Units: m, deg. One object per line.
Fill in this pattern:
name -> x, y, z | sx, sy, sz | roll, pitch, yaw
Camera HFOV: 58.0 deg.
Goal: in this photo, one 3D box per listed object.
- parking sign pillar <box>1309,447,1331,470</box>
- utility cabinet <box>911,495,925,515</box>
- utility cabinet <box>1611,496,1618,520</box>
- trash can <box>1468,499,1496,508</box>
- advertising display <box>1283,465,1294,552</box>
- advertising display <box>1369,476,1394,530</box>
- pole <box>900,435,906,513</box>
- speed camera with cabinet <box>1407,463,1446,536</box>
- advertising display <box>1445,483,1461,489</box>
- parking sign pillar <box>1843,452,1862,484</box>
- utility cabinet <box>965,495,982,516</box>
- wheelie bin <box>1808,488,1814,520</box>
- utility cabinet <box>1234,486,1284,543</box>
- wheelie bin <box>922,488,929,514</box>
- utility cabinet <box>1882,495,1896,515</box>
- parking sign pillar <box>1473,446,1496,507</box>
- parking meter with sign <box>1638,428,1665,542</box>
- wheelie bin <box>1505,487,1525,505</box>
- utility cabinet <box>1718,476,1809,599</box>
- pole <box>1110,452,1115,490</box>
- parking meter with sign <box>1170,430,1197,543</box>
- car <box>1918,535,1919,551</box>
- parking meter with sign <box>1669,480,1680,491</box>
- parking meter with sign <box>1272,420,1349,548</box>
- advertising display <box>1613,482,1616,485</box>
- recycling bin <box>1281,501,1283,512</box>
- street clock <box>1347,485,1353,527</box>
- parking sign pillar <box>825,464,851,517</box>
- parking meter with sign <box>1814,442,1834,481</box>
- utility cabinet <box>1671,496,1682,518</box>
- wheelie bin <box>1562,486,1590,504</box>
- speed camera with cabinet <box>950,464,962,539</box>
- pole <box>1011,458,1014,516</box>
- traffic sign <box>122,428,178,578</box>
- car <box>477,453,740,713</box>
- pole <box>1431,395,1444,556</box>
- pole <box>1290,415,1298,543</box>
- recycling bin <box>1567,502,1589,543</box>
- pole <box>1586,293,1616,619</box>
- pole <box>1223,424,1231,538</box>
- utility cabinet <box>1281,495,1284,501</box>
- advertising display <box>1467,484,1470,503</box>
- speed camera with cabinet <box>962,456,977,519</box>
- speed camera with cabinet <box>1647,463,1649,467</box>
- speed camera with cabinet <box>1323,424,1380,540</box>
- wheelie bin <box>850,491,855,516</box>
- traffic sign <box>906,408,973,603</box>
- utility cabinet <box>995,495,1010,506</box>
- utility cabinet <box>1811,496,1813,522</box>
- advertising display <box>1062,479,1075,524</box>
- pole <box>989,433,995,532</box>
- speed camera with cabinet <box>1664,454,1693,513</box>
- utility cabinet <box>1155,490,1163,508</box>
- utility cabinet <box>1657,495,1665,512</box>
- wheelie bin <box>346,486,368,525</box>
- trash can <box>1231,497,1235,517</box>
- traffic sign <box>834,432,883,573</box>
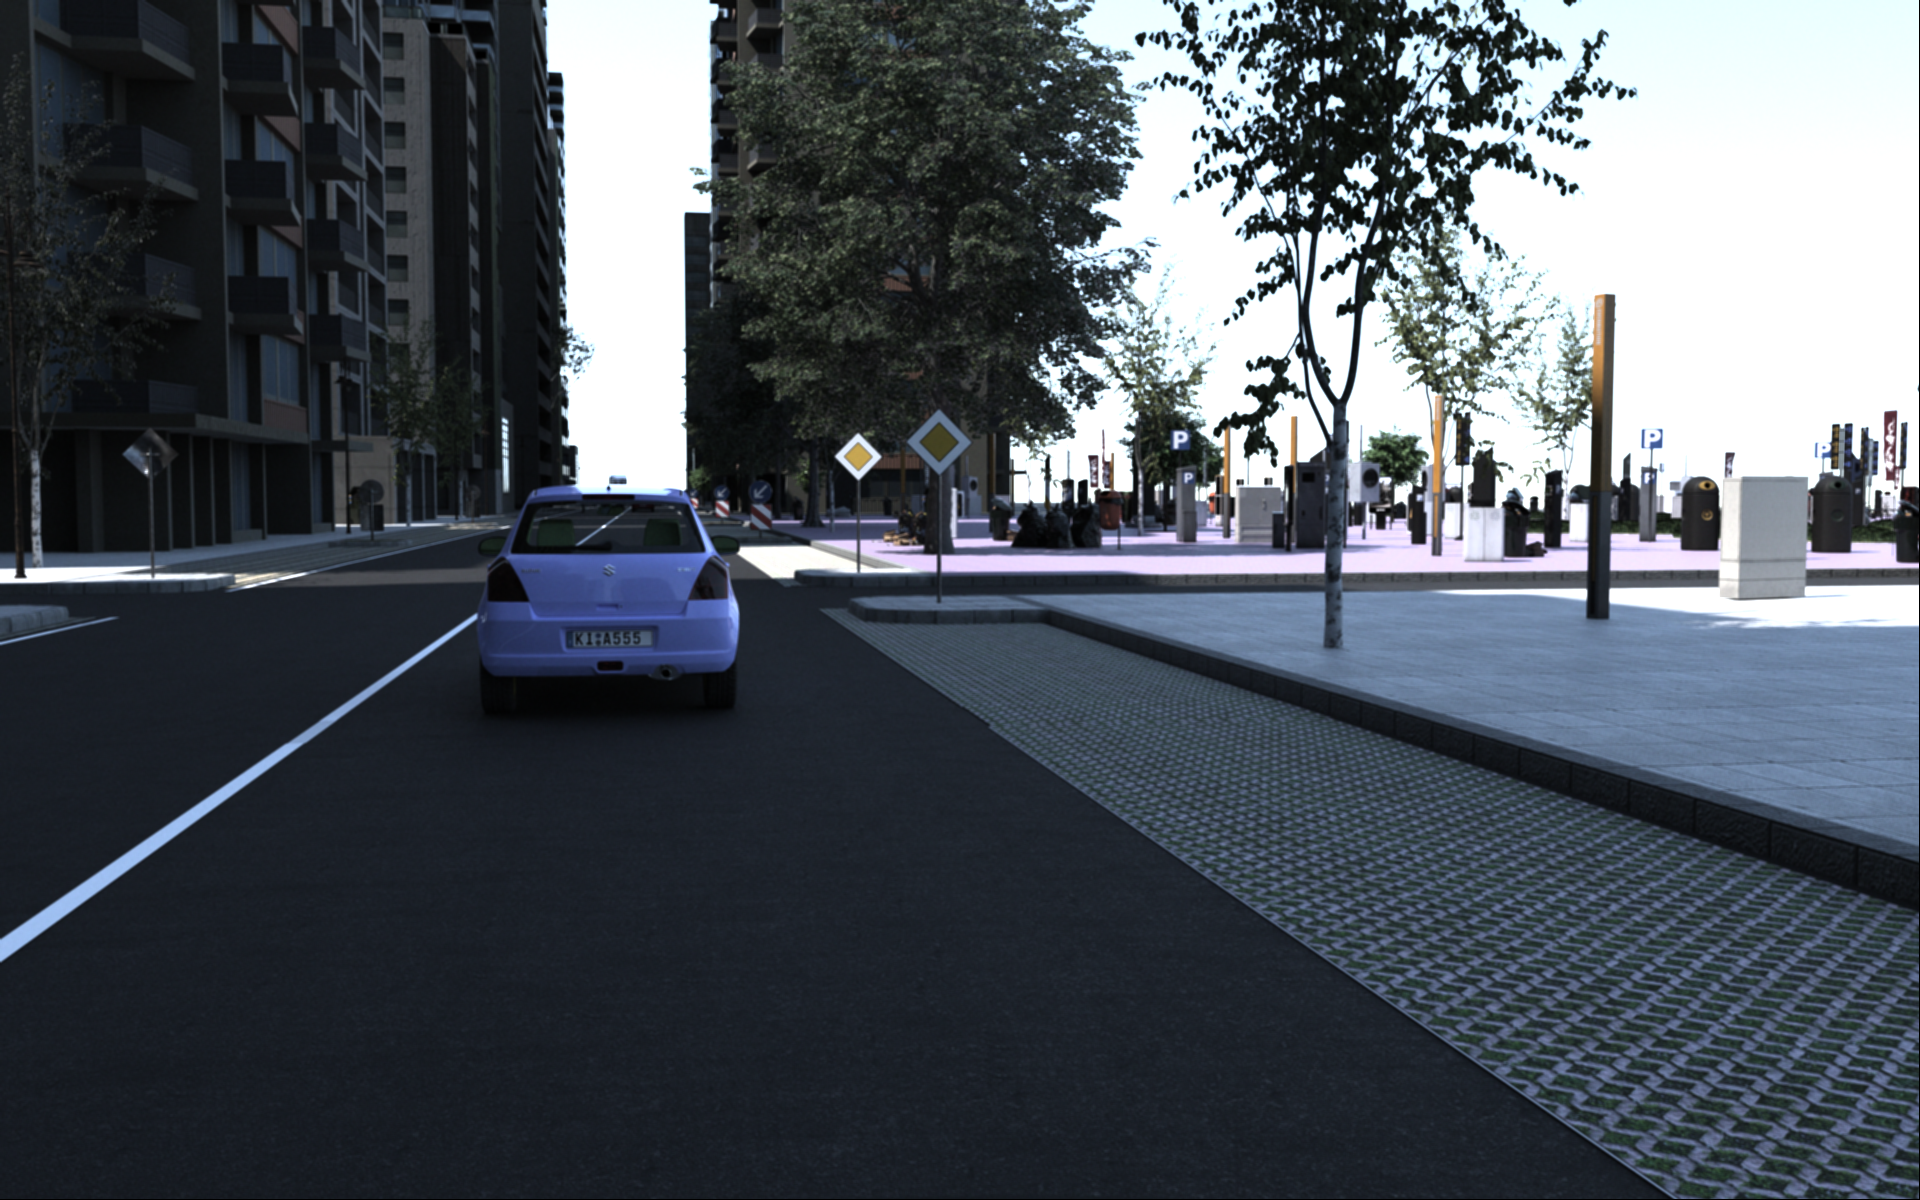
parking sign pillar -> 18.496, -6.108, 88.336 | 1.447, 3.967, 1.447 | 2, 4, 30
utility cabinet -> -2.306, -5.413, 99.664 | 1.020, 1.237, 0.306 | 2, 4, 28
utility cabinet -> 24.546, -3.299, 65.098 | 0.306, 1.237, 1.020 | 1, 4, 22
trash can -> 13.813, -2.092, 45.854 | 0.748, 1.137, 0.748 | 0, 3, 0
advertising display -> 7.385, -2.064, 38.957 | 0.123, 1.923, 0.974 | 0, 4, 5
advertising display -> 15.138, -3.489, 62.253 | 0.123, 1.923, 0.974 | -3, 5, -41
pole -> -1.968, -4.029, 59.711 | 0.158, 3.312, 0.155 | 0, 3, 0
speed camera with cabinet -> 14.285, -3.593, 53.076 | 0.660, 3.252, 2.038 | 0, 4, -2
advertising display -> 28.406, -5.775, 99.634 | 0.974, 1.923, 0.123 | 1, 4, 23
parking sign pillar -> 48.464, -6.453, 93.985 | 1.447, 3.967, 1.447 | -2, 4, -34
utility cabinet -> 0.794, -5.660, 103.708 | 1.020, 1.237, 0.306 | -2, 4, -32
wheelie bin -> 41.641, -4.683, 84.474 | 0.980, 1.594, 0.693 | -3, 4, -38
utility cabinet -> 7.759, -2.227, 45.083 | 1.173, 1.500, 0.318 | -1, 4, -14
wheelie bin -> -1.379, -4.771, 85.918 | 0.980, 1.594, 0.693 | -2, 4, -24
utility cabinet -> 53.940, -5.492, 100.951 | 0.306, 1.237, 1.020 | -3, 5, -43
parking sign pillar -> 29.766, -6.718, 98.312 | 1.447, 3.967, 1.447 | -2, 4, -34
parking meter with sign -> 18.611, -3.088, 46.756 | 0.543, 3.016, 1.738 | 1, 4, 19
wheelie bin -> 24.799, -4.255, 77.469 | 0.693, 1.594, 0.980 | 3, 4, 36
utility cabinet -> 9.813, -0.764, 21.162 | 1.173, 1.500, 0.318 | -2, 4, -26
pole -> 7.417, -5.535, 84.335 | 0.158, 3.312, 0.155 | 0, 3, 0
parking meter with sign -> 6.034, -3.065, 46.371 | 0.543, 3.016, 1.738 | 0, 4, -3
car -> 18.519, -1.209, 28.439 | 5.304, 1.827, 2.281 | -1, 4, -11
parking meter with sign -> 39.429, -6.058, 95.301 | 1.738, 3.016, 0.543 | 3, 5, 45
parking meter with sign -> 8.297, -2.739, 41.051 | 1.738, 3.016, 0.543 | 0, 4, 7
advertising display -> 33.850, -5.233, 90.775 | 0.974, 1.923, 0.123 | 3, 5, 40
recycling bin -> 11.763, -3.185, 64.636 | 0.722, 1.027, 0.722 | -3, 5, -43
street clock -> 15.348, -3.886, 68.109 | 0.358, 2.002, 0.471 | 0, 4, 0
parking sign pillar -> -6.788, -6.603, 96.439 | 1.447, 3.967, 1.447 | -1, 4, -17
parking meter with sign -> 28.515, -3.723, 57.133 | 0.543, 3.016, 1.738 | 1, 4, 23
utility cabinet -> 28.428, -3.467, 67.854 | 1.020, 1.237, 0.306 | 1, 4, 15
wheelie bin -> 23.330, -3.491, 64.983 | 0.980, 1.594, 0.693 | -1, 4, -16
speed camera with cabinet -> -0.403, -3.422, 50.287 | 0.660, 3.252, 2.038 | 0, 4, -3
pole -> 3.012, -6.437, 99.087 | 0.158, 3.312, 0.155 | 0, 3, 0
traffic sign -> -12.285, -1.387, 26.313 | 0.795, 2.450, 0.064 | -1, 4, -10
car -> -2.569, -0.193, 12.740 | 1.945, 1.707, 3.694 | -1, 4, -11
pole -> 9.884, -2.567, 35.820 | 0.158, 3.312, 0.155 | 0, 3, 0
pole -> 8.676, -3.132, 45.044 | 0.158, 3.312, 0.155 | 0, 3, 0
recycling bin -> 16.745, -2.053, 46.123 | 0.722, 1.027, 0.722 | -1, 4, -15
pole -> 6.574, -1.462, 17.755 | 0.158, 3.312, 0.155 | 0, 3, 0
pole -> 7.725, -3.440, 50.082 | 0.158, 3.312, 0.155 | 0, 3, 0
utility cabinet -> 18.081, -5.323, 98.184 | 1.020, 1.237, 0.306 | 2, 4, 26
advertising display -> 32.983, -6.462, 110.865 | 0.974, 1.923, 0.123 | 2, 4, 24
speed camera with cabinet -> 0.047, -5.756, 88.443 | 0.660, 3.252, 2.038 | 3, 5, 40
speed camera with cabinet -> 43.461, -7.158, 111.362 | 2.038, 3.252, 0.660 | 3, 5, 44
speed camera with cabinet -> 10.793, -3.319, 48.609 | 2.038, 3.252, 0.660 | -2, 4, -24
wheelie bin -> -6.650, -5.854, 103.613 | 0.693, 1.594, 0.980 | 0, 4, -6
traffic sign -> -0.248, -1.020, 20.328 | 0.795, 2.450, 0.064 | -1, 4, -10
utility cabinet -> 2.057, -4.678, 87.648 | 1.020, 1.237, 0.306 | -3, 5, -43
utility cabinet -> 27.376, -2.704, 55.379 | 0.306, 1.237, 1.020 | 2, 4, 25
advertising display -> 4.624, -4.216, 74.138 | 0.123, 1.923, 0.974 | -2, 4, -24
pole -> 1.086, -3.923, 57.982 | 0.158, 3.312, 0.155 | 0, 3, 0
speed camera with cabinet -> 35.636, -5.579, 85.556 | 2.038, 3.252, 0.660 | -3, 4, -37
utility cabinet -> 9.785, -4.877, 88.423 | 1.173, 1.500, 0.318 | 3, 5, 44
utility cabinet -> 39.407, -5.262, 97.191 | 1.020, 1.237, 0.306 | 1, 4, 9
wheelie bin -> -25.075, -3.931, 72.173 | 0.693, 1.594, 0.980 | 1, 4, 16
trash can -> 15.023, -5.191, 96.522 | 0.748, 1.137, 0.748 | 0, 3, 0
traffic sign -> -1.656, -1.501, 28.188 | 0.795, 2.450, 0.064 | -1, 4, -10
